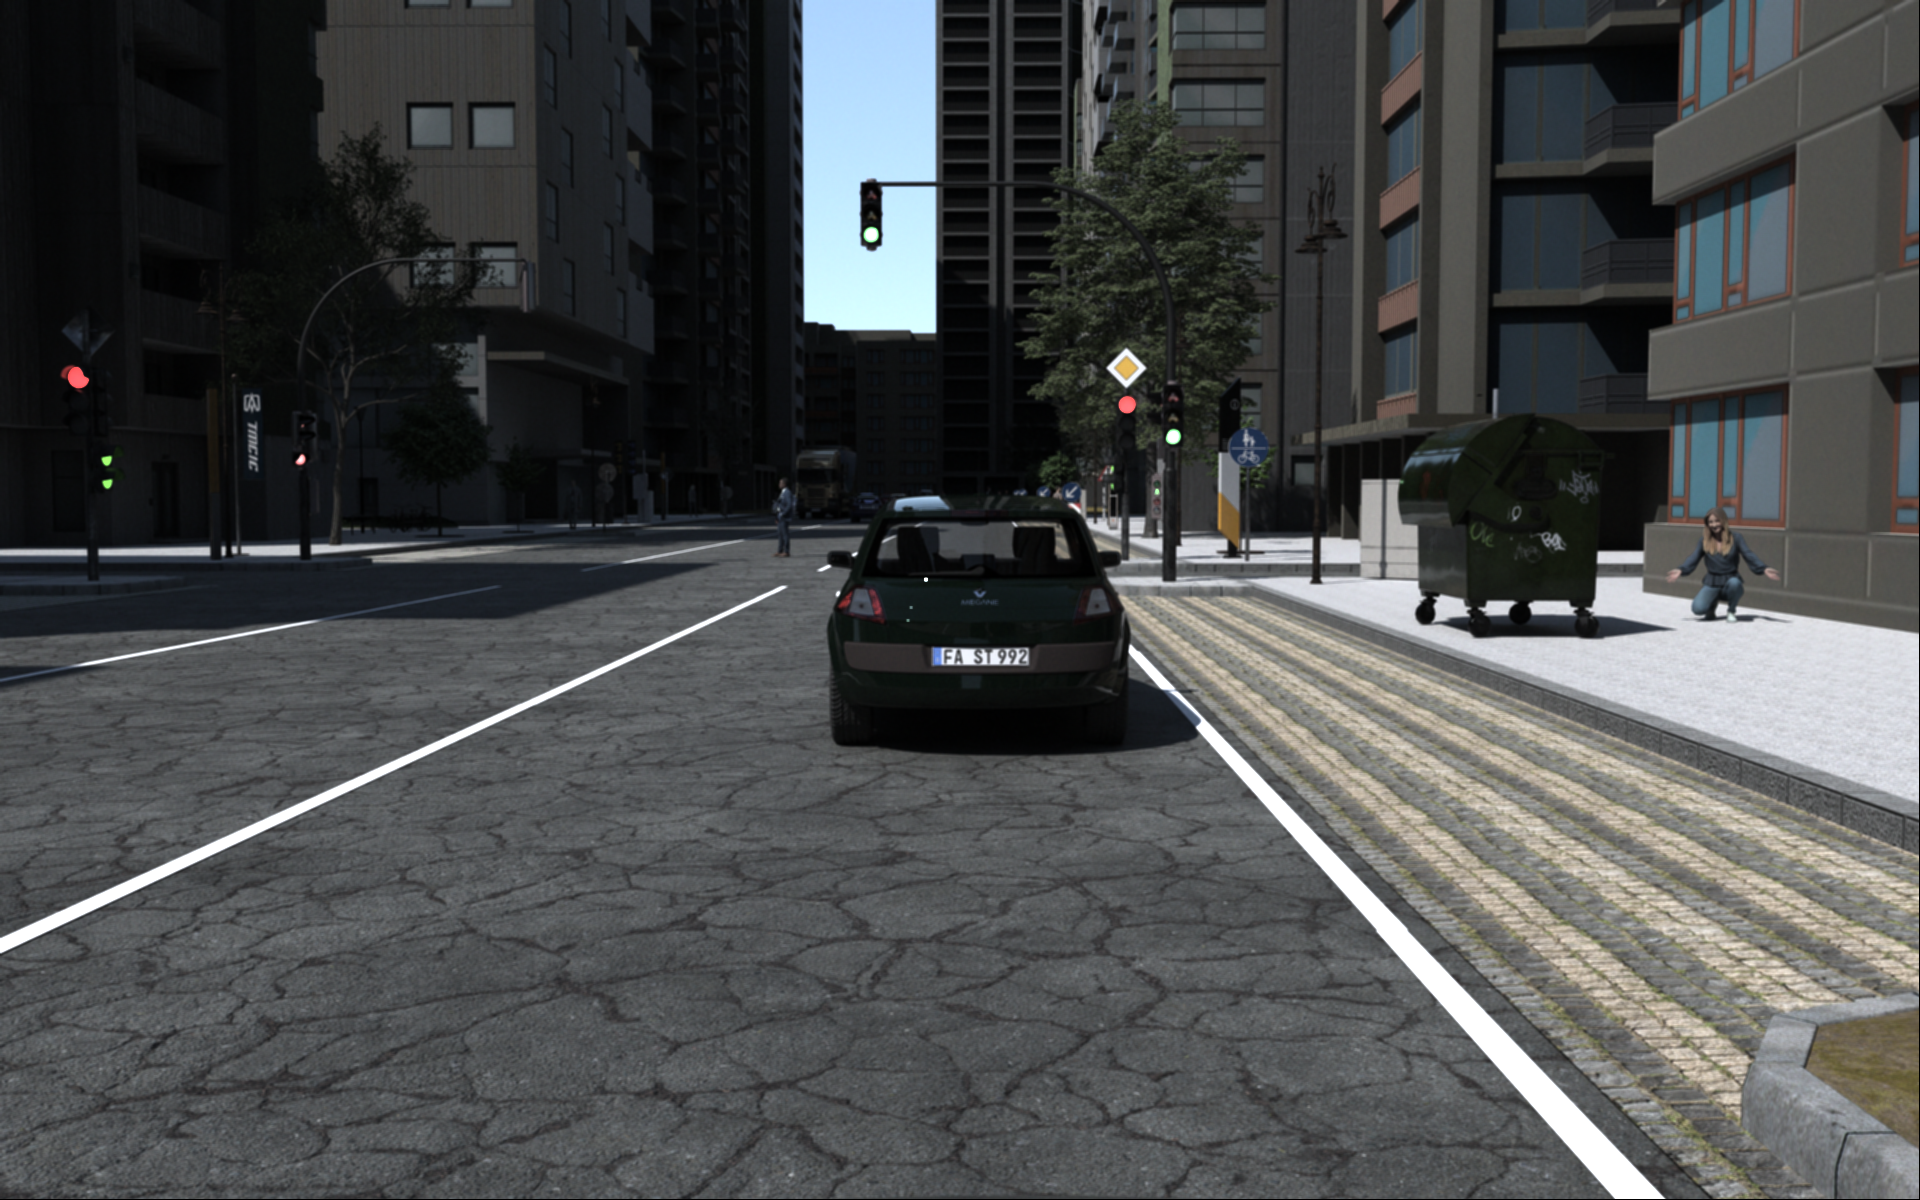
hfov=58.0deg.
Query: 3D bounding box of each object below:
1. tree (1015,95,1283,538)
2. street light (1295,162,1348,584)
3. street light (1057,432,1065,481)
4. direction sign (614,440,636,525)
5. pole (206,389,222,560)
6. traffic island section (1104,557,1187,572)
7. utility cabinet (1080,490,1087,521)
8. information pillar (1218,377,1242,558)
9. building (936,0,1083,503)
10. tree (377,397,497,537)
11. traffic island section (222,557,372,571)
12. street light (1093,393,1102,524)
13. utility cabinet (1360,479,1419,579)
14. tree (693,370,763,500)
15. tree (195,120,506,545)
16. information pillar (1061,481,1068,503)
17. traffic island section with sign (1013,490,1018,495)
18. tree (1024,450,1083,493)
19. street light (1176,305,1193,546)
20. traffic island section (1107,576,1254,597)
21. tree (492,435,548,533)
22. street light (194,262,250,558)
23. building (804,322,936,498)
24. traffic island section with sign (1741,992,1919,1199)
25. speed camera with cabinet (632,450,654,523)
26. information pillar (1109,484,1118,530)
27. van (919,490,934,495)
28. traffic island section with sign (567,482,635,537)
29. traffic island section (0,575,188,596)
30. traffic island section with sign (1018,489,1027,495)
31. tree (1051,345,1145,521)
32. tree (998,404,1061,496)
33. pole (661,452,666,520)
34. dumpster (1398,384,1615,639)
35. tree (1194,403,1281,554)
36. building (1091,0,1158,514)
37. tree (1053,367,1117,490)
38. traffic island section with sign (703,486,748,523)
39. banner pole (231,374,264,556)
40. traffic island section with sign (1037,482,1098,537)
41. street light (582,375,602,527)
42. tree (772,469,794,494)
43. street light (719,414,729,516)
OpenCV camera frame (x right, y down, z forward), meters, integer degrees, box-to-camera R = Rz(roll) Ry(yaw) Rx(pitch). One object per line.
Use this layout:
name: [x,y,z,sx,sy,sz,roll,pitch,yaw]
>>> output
tree: [5.493,-8.095,50.478,7.486,12.596,7.792,0,3,0]
street light: [5.092,-3.168,24.578,0.468,5.910,1.993,0,4,1]
street light: [6.295,-8.246,107.609,0.468,5.910,1.993,0,4,1]
direction sign: [-14.030,-4.931,72.619,0.876,3.537,0.379,-1,4,-14]
pole: [-14.473,-2.431,33.595,0.158,3.312,0.155,0,3,0]
traffic island section: [3.206,-0.680,33.404,2.009,0.180,2.903,0,4,1]
utility cabinet: [5.917,-4.535,82.826,0.318,1.500,1.173,0,4,5]
information pillar: [5.393,-2.645,34.606,0.504,3.616,0.183,-2,4,-28]
building: [7.698,-46.839,204.069,20.611,71.187,20.563,0,4,1]
tree: [-15.707,-4.181,52.067,4.285,4.588,4.351,0,3,0]
traffic island section: [-12.733,-0.696,33.654,2.009,0.180,2.903,0,4,1]
street light: [5.877,-6.253,75.027,0.468,5.910,1.993,0,4,1]
utility cabinet: [6.618,-1.058,25.979,1.173,1.500,0.318,3,5,41]
tree: [-14.084,-9.392,103.921,4.360,8.622,3.978,0,3,0]
tree: [-15.336,-6.646,43.076,7.601,10.594,8.767,0,4,7]
information pillar: [5.919,-5.713,97.902,0.304,2.012,0.304,-2,4,-25]
traffic island section with sign: [5.219,-9.426,162.748,1.989,1.847,2.006,0,4,1]
tree: [7.216,-8.754,126.841,4.285,4.588,4.351,0,3,0]
street light: [5.395,-4.269,42.582,0.468,5.910,1.993,0,4,1]
traffic island section: [3.083,-0.192,25.420,2.009,0.180,2.903,0,4,1]
tree: [-14.728,-3.840,57.384,1.663,3.219,1.824,0,3,0]
street light: [-14.731,-3.788,34.721,0.468,5.910,1.993,0,4,1]
building: [-17.005,-22.265,209.079,28.899,21.520,27.650,0,4,1]
traffic island section with sign: [2.746,0.319,3.407,1.989,1.847,2.006,0,4,1]
speed camera with cabinet: [-14.367,-5.148,78.501,0.660,3.252,2.038,0,4,1]
information pillar: [5.556,-3.556,62.637,0.304,2.012,0.304,1,4,9]
van: [-3.384,-10.532,179.216,2.013,2.044,4.112,0,4,3]
traffic island section with sign: [-12.023,-3.035,58.250,1.989,1.847,2.006,0,4,1]
traffic island section: [-12.856,-0.207,25.670,2.009,0.180,2.903,0,4,1]
traffic island section with sign: [4.029,-4.732,85.989,1.989,1.847,2.006,0,4,1]
tree: [6.591,-8.027,81.606,4.360,8.622,3.978,0,3,0]
tree: [7.437,-15.063,180.693,7.601,10.594,8.767,0,4,7]
pole: [-14.483,-5.543,84.464,0.158,3.312,0.155,0,3,0]
dumpster: [5.056,-0.835,16.151,1.502,2.255,1.985,0,4,1]
tree: [6.132,-2.603,37.155,1.663,3.219,1.824,0,3,0]
building: [21.639,-30.786,122.961,23.786,49.044,30.456,0,4,1]
tree: [7.310,-9.255,101.684,4.737,8.622,4.395,0,3,0]
traffic island section with sign: [-11.598,-4.726,85.894,1.989,1.847,2.006,0,4,1]
banner pole: [-14.857,-2.817,36.079,0.863,3.779,0.401,1,4,12]
traffic island section with sign: [3.598,-3.026,58.106,1.989,1.847,2.006,0,4,1]
street light: [-14.248,-5.774,67.186,0.468,5.910,1.993,0,4,1]
tree: [-14.158,-8.705,136.928,1.663,3.219,1.824,0,3,0]
street light: [-13.591,-7.758,99.629,0.468,5.910,1.993,0,4,1]
